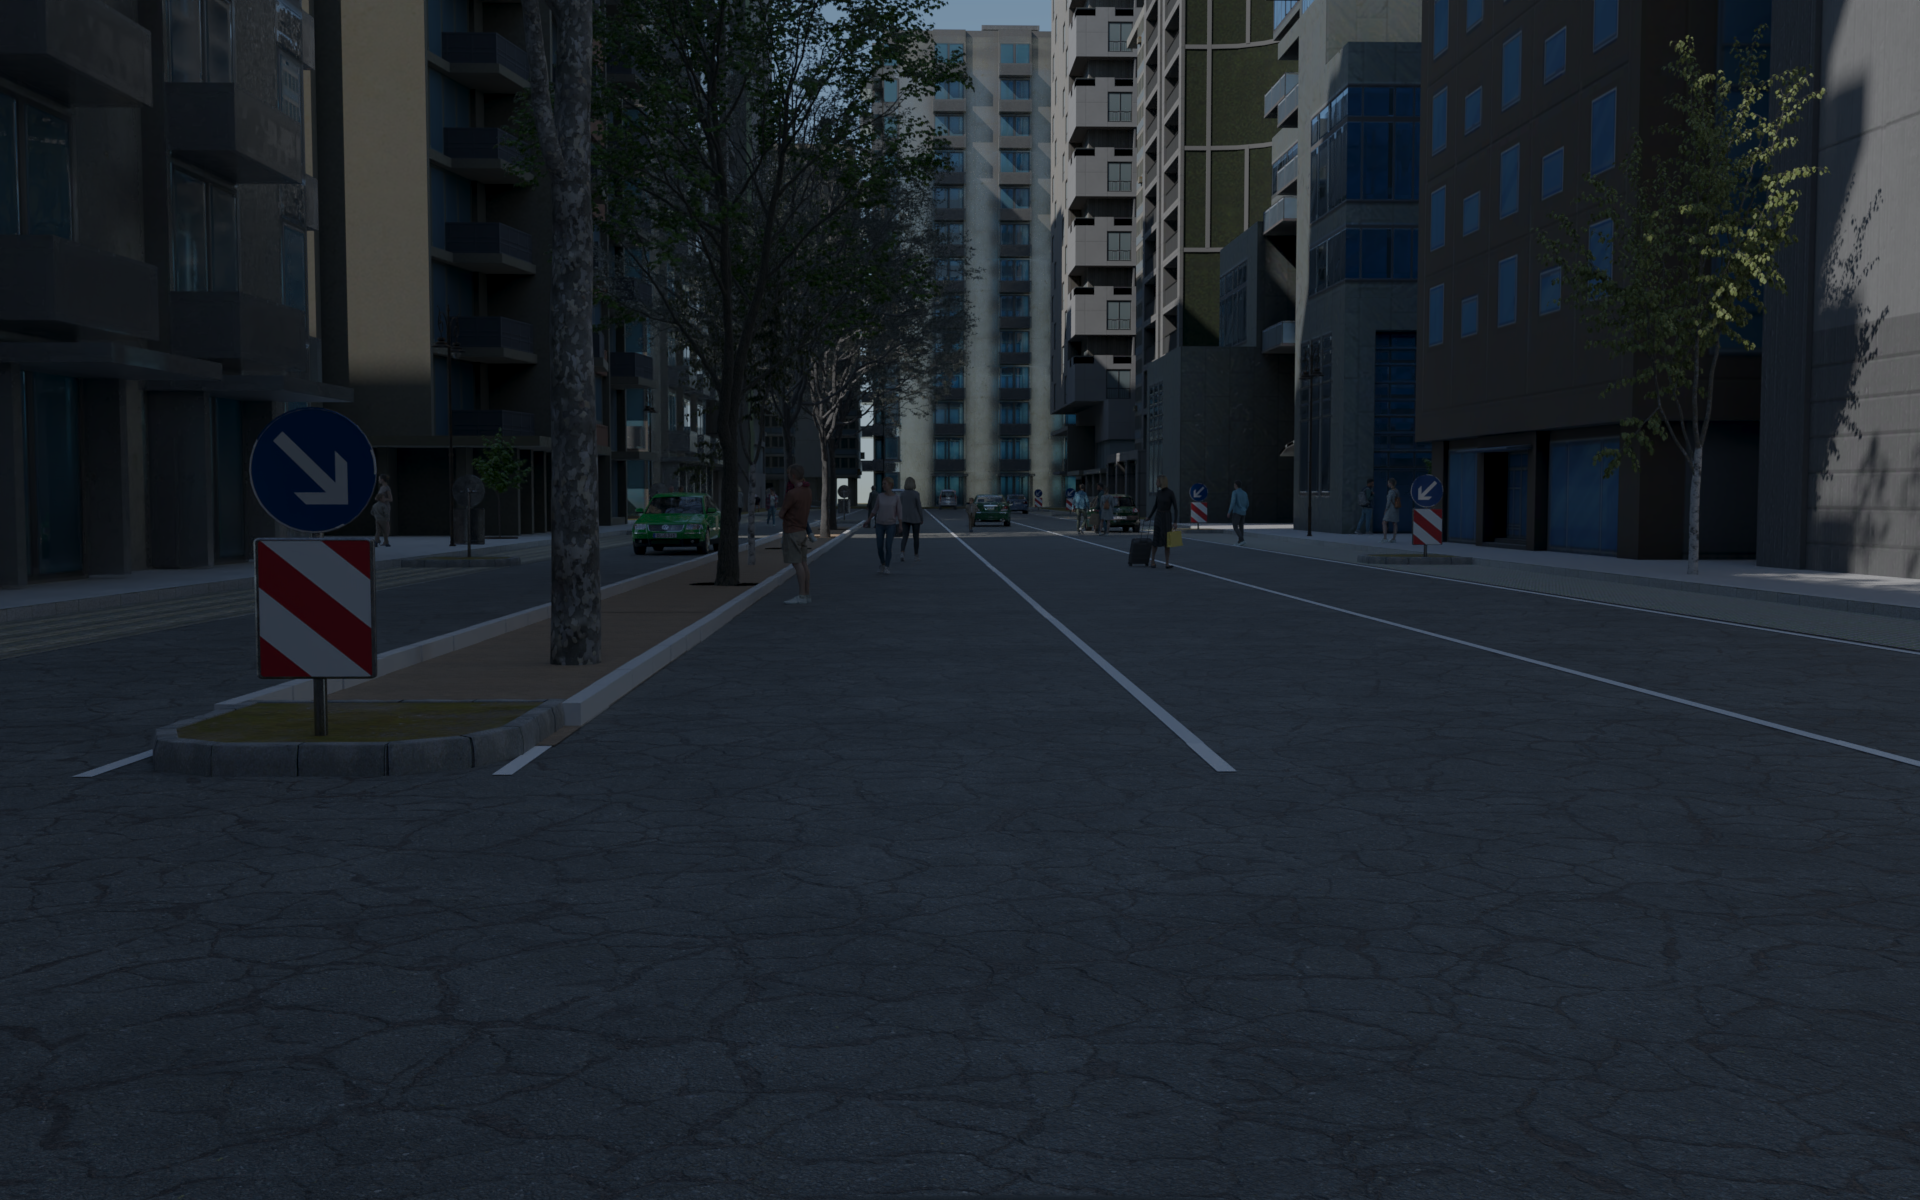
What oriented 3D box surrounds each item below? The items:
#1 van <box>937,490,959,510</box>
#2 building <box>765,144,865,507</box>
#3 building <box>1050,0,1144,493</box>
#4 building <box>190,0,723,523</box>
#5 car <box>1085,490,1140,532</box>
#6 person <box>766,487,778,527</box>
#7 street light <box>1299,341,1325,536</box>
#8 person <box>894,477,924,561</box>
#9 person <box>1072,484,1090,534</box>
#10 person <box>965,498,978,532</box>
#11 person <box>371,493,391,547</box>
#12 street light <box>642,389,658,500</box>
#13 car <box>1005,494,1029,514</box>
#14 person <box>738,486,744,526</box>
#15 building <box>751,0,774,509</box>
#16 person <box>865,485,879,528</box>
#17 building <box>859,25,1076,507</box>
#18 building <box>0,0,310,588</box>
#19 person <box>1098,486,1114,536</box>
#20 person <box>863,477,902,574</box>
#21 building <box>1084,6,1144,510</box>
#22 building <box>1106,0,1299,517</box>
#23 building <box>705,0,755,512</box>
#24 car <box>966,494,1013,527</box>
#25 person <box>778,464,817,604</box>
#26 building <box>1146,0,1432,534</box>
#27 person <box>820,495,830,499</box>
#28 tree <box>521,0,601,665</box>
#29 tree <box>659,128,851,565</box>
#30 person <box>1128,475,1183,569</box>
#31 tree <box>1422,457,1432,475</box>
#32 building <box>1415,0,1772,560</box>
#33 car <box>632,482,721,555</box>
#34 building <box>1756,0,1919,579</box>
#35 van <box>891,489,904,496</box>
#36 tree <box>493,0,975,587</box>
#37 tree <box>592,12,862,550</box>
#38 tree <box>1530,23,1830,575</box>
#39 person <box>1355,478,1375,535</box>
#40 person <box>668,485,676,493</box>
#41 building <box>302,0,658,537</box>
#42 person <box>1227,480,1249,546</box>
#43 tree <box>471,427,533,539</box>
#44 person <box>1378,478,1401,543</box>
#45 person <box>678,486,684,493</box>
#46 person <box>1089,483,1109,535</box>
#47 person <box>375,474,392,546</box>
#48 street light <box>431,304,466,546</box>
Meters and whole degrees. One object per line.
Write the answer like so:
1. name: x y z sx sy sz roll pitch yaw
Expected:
1. van: -1.129 -9.406 160.799 2.013 2.044 4.112 0 4 -1
2. building: -22.350 -30.036 182.970 23.993 40.220 32.217 0 4 -2
3. building: 22.145 -34.120 147.107 28.713 52.752 27.495 0 4 -2
4. building: -25.898 -29.368 99.783 23.786 49.044 30.456 0 4 -2
5. car: 5.775 -3.434 65.936 2.009 1.686 4.222 0 4 -3
6. person: -8.298 -4.103 76.416 0.563 1.720 0.643 -1 4 -13
7. street light: 10.638 -4.877 52.535 0.468 5.910 1.993 0 4 -2
8. person: -1.138 -1.734 37.028 0.709 1.800 0.728 2 4 24
9. person: 4.312 -3.238 61.792 0.601 1.785 0.444 2 4 29
10. person: 0.446 -3.183 64.817 0.475 1.303 0.640 -1 4 -9
11. person: -14.026 -1.932 41.898 0.475 1.303 0.640 0 4 7
12. street light: -13.304 -6.217 74.434 0.468 5.910 1.993 0 4 -2
13. car: 4.025 -6.992 126.313 2.014 1.417 4.499 0 4 -2
14. person: -9.905 -4.165 76.784 0.709 1.800 0.728 -2 4 -26
15. building: -29.672 -34.006 145.239 27.495 52.752 28.713 0 4 -2
16. person: -3.741 -3.954 73.327 0.590 1.801 0.661 3 5 42
17. building: 4.972 -34.270 179.925 30.456 49.044 23.786 0 4 -2
18. building: -23.138 -24.664 22.869 23.786 49.044 30.456 0 4 -2
19. person: 5.021 -3.051 59.394 0.512 1.701 0.522 0 4 0
20. person: -1.383 -1.344 31.141 0.731 1.740 0.598 0 4 3
21. building: 25.347 -26.253 121.122 32.217 40.220 23.993 0 4 -2
22. building: 19.779 -40.329 97.631 20.563 71.187 20.611 0 4 -2
23. building: -22.275 -26.852 122.633 14.154 41.232 14.086 0 4 -2
24. car: 1.336 -4.040 77.858 2.131 1.459 4.920 0 4 0
25. person: -2.135 -0.871 22.711 0.573 1.828 0.580 -2 4 -28
26. building: 20.913 -46.232 68.573 22.319 86.520 31.000 0 4 -2
27. person: -12.051 -8.949 155.531 1.217 1.736 0.721 1 4 10
28. tree: -4.472 -9.568 14.785 12.611 20.169 13.585 0 3 0
29. tree: -4.206 -5.011 34.751 4.360 8.622 3.978 0 3 0
30. person: 3.821 -1.531 33.750 0.699 1.804 1.509 -1 4 -12
31. tree: 13.794 -3.328 49.009 1.663 3.219 1.824 0 3 0
32. building: 19.545 -23.799 39.232 14.600 45.320 14.200 0 4 -2
33. car: -6.857 -2.056 42.419 1.959 1.807 4.718 0 4 -1
34. building: 28.519 -29.295 20.972 28.212 58.520 21.231 0 4 -2
35. van: -5.067 -8.249 141.877 2.013 2.044 4.112 0 4 -2
36. tree: -3.507 -6.015 26.555 9.928 11.665 9.643 0 3 0
37. tree: -4.389 -8.027 44.067 12.009 13.543 11.850 0 3 0
38. tree: 11.645 -4.728 27.658 4.737 8.622 4.395 0 3 0
39. person: 12.829 -2.947 54.571 0.721 1.781 0.623 -1 4 -18
40. person: -11.568 -3.715 69.645 0.661 1.777 0.834 -2 4 -29
41. building: -23.566 -25.045 64.105 22.147 44.769 28.867 0 4 -2
42. person: 7.732 -2.406 47.855 0.660 1.820 0.620 -3 5 -41
43. tree: -13.074 -3.367 49.656 1.663 3.219 1.824 0 3 0
44. person: 11.335 -2.348 45.441 0.522 1.701 0.512 3 5 43
45. person: -11.597 -3.912 72.732 0.573 1.790 0.520 -3 5 -42
46. person: 4.884 -3.159 60.140 0.713 1.824 0.794 3 4 38
47. person: -14.357 -2.240 43.003 0.374 1.781 0.599 -3 5 -44
48. street light: -12.466 -4.256 42.376 0.468 5.910 1.993 0 4 -2
